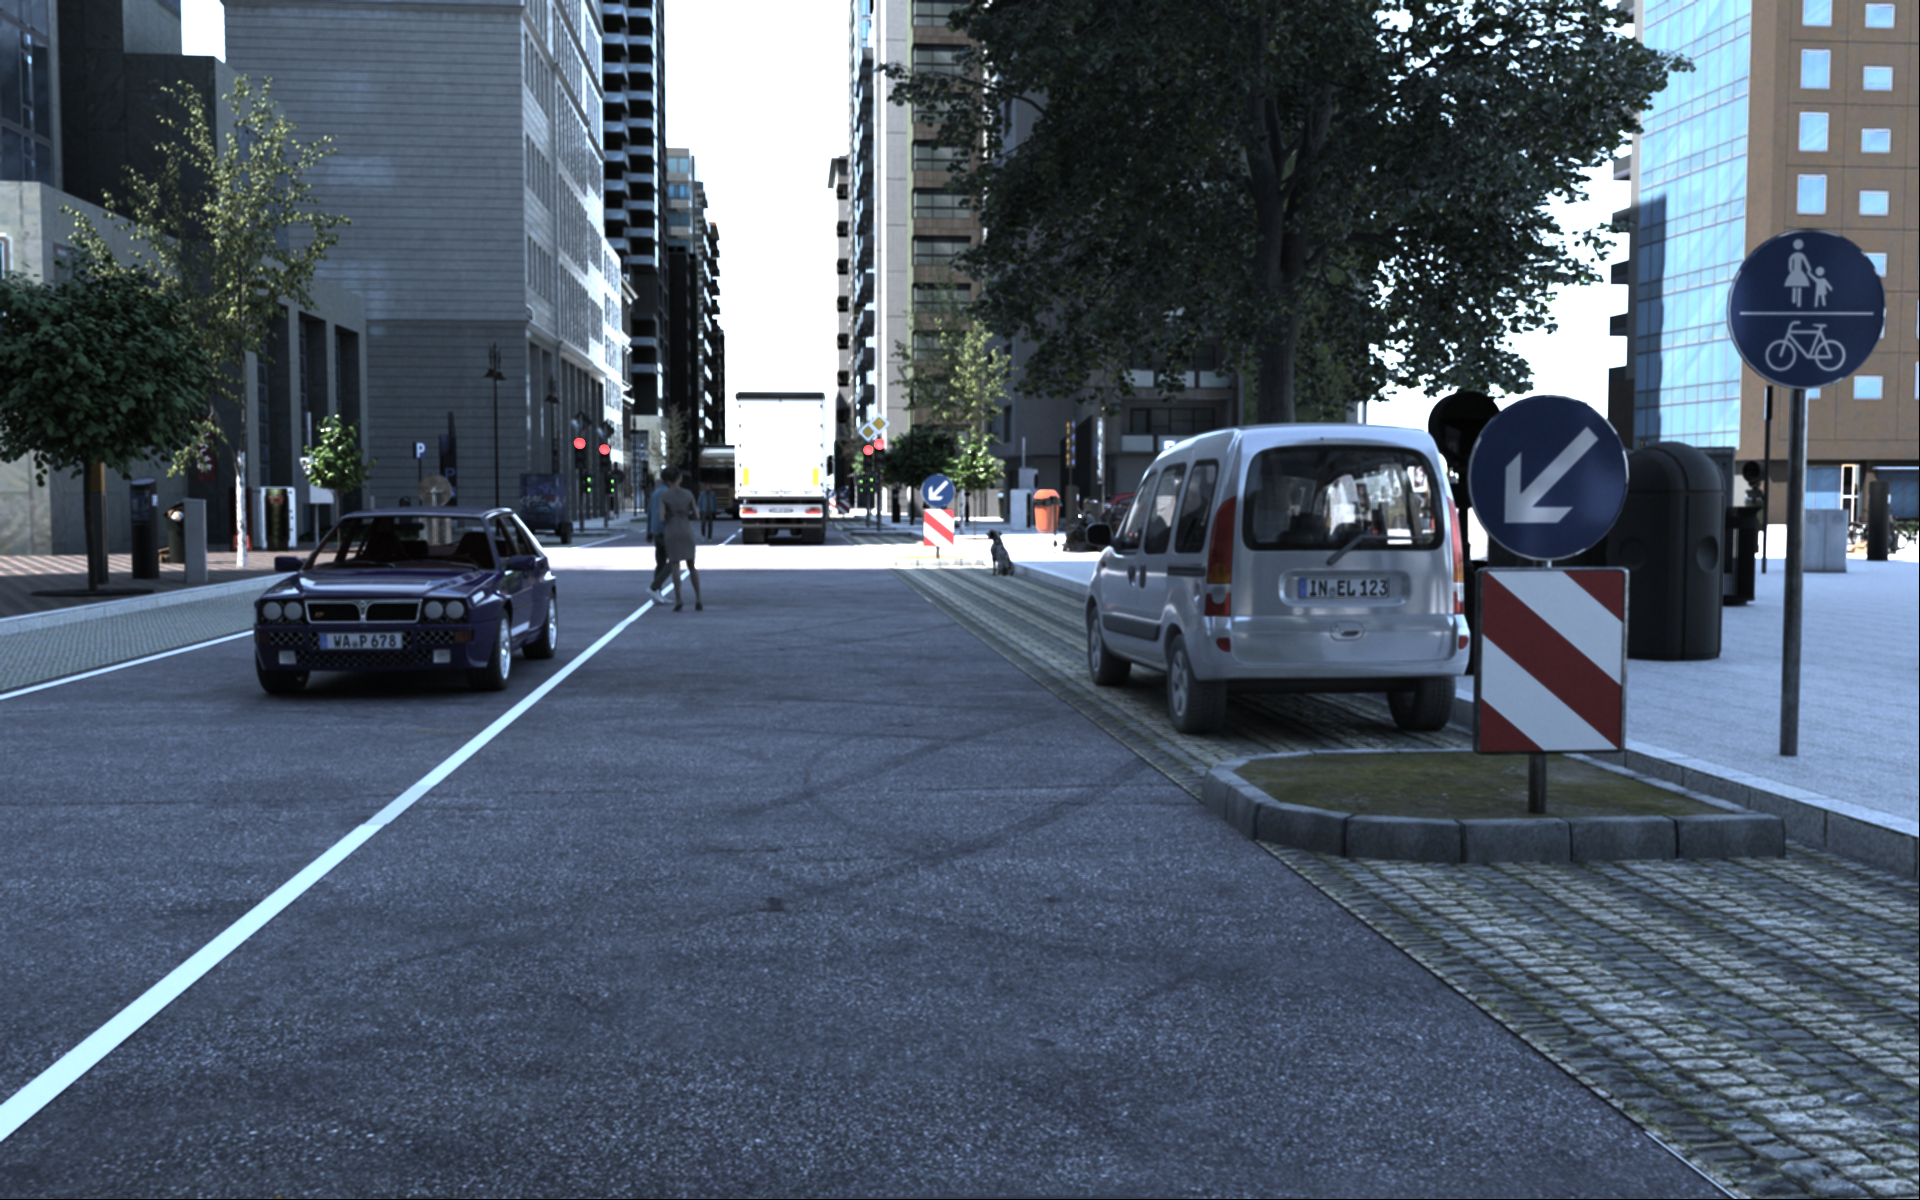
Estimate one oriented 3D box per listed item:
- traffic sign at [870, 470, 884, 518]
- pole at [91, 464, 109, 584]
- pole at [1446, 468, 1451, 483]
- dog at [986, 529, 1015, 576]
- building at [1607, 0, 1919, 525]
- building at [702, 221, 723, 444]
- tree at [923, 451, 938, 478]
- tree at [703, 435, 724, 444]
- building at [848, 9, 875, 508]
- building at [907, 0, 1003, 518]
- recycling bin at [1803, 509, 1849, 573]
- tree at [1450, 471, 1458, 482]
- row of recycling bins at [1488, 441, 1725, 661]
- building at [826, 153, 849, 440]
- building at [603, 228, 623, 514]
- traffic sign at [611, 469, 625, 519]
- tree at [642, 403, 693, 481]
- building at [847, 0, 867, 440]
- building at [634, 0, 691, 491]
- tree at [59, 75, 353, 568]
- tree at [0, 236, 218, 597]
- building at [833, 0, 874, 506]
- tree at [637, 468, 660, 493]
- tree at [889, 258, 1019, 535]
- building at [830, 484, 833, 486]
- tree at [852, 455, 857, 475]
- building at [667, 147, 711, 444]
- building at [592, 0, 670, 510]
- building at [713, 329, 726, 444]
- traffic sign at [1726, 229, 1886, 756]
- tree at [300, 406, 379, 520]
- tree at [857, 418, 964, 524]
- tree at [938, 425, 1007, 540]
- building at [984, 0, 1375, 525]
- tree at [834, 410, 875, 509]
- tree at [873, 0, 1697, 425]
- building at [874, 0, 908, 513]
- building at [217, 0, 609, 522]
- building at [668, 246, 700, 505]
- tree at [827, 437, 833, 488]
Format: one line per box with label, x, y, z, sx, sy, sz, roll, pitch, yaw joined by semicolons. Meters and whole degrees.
traffic sign;-4.443;-5.671;92.823;0.768;2.556;0.104;0;4;2
pole;-12.295;-1.887;24.690;0.158;3.312;0.155;0;3;0
pole;21.775;-5.099;77.208;0.158;3.312;0.155;0;3;0
dog;0.703;-0.823;30.286;0.513;0.831;0.800;0;4;3
building;39.334;-26.130;77.343;14.200;45.320;14.600;0;4;-6
building;-48.263;-37.545;268.479;22.147;44.769;28.867;0;4;-6
tree;-0.659;-4.402;66.573;1.663;3.219;1.824;0;3;0
tree;-30.574;-16.227;215.672;4.360;8.622;3.978;0;3;0
building;1.027;-33.775;171.832;23.786;49.044;30.456;0;4;-6
building;3.799;-20.086;100.110;14.160;30.474;14.107;0;4;-6
recycling bin;14.186;-0.982;28.617;0.722;1.027;0.722;1;4;11
tree;15.365;-3.475;51.426;1.663;3.219;1.824;0;3;0
row of recycling bins;5.460;-0.481;14.980;1.069;1.692;3.534;0;4;-2
building;-5.558;-41.296;264.421;28.713;52.752;27.495;0;4;-6
building;-26.324;-15.221;103.613;10.420;20.320;16.860;0;4;-6
traffic sign;-17.542;-5.417;88.667;0.768;2.556;0.104;0;4;3
tree;-23.355;-11.527;138.824;4.360;8.622;3.978;0;3;0
building;-7.066;-48.995;239.318;20.563;71.187;20.611;0;4;-6
building;-38.823;-45.350;179.732;20.563;71.187;20.611;0;4;-6
tree;-12.744;-4.866;29.925;4.737;8.622;4.395;0;3;0
tree;-11.228;-2.360;22.295;4.285;4.588;4.351;0;3;0
building;-3.336;-54.337;201.075;22.319;86.520;31.000;0;4;-6
tree;-22.530;-8.004;125.475;1.663;3.219;1.824;0;3;0
tree;-0.013;-6.313;53.578;4.737;8.622;4.395;0;3;0
building;-7.096;-36.611;290.475;32.217;40.220;23.993;0;4;-6
tree;-5.293;-7.742;110.299;4.285;4.588;4.351;0;3;0
building;-45.959;-37.873;238.824;23.786;49.044;30.456;0;4;-6
building;-37.108;-51.430;153.549;22.319;86.520;31.000;0;4;-6
building;-46.558;-31.743;290.705;14.160;30.474;14.107;0;4;-6
traffic sign;4.073;-0.509;8.435;0.768;2.556;0.104;0;4;-1
tree;-13.577;-2.663;38.144;1.663;3.219;1.824;0;3;0
tree;-1.461;-5.604;75.331;4.285;4.588;4.351;0;3;0
tree;0.384;-3.306;48.654;1.663;3.219;1.824;0;3;0
building;8.649;-23.831;73.226;14.086;41.232;14.154;0;4;-6
tree;-8.944;-12.386;152.874;4.360;8.622;3.978;0;3;0
tree;3.881;-6.968;20.577;9.857;13.997;8.962;0;3;0
building;4.126;-35.874;128.539;21.231;58.520;28.212;0;4;-6
building;-23.515;-18.514;80.201;11.434;29.767;29.804;0;4;-6
building;-37.364;-26.142;199.130;14.160;30.474;14.107;0;4;-6
tree;-16.932;-16.849;225.838;4.737;8.622;4.395;0;3;0
